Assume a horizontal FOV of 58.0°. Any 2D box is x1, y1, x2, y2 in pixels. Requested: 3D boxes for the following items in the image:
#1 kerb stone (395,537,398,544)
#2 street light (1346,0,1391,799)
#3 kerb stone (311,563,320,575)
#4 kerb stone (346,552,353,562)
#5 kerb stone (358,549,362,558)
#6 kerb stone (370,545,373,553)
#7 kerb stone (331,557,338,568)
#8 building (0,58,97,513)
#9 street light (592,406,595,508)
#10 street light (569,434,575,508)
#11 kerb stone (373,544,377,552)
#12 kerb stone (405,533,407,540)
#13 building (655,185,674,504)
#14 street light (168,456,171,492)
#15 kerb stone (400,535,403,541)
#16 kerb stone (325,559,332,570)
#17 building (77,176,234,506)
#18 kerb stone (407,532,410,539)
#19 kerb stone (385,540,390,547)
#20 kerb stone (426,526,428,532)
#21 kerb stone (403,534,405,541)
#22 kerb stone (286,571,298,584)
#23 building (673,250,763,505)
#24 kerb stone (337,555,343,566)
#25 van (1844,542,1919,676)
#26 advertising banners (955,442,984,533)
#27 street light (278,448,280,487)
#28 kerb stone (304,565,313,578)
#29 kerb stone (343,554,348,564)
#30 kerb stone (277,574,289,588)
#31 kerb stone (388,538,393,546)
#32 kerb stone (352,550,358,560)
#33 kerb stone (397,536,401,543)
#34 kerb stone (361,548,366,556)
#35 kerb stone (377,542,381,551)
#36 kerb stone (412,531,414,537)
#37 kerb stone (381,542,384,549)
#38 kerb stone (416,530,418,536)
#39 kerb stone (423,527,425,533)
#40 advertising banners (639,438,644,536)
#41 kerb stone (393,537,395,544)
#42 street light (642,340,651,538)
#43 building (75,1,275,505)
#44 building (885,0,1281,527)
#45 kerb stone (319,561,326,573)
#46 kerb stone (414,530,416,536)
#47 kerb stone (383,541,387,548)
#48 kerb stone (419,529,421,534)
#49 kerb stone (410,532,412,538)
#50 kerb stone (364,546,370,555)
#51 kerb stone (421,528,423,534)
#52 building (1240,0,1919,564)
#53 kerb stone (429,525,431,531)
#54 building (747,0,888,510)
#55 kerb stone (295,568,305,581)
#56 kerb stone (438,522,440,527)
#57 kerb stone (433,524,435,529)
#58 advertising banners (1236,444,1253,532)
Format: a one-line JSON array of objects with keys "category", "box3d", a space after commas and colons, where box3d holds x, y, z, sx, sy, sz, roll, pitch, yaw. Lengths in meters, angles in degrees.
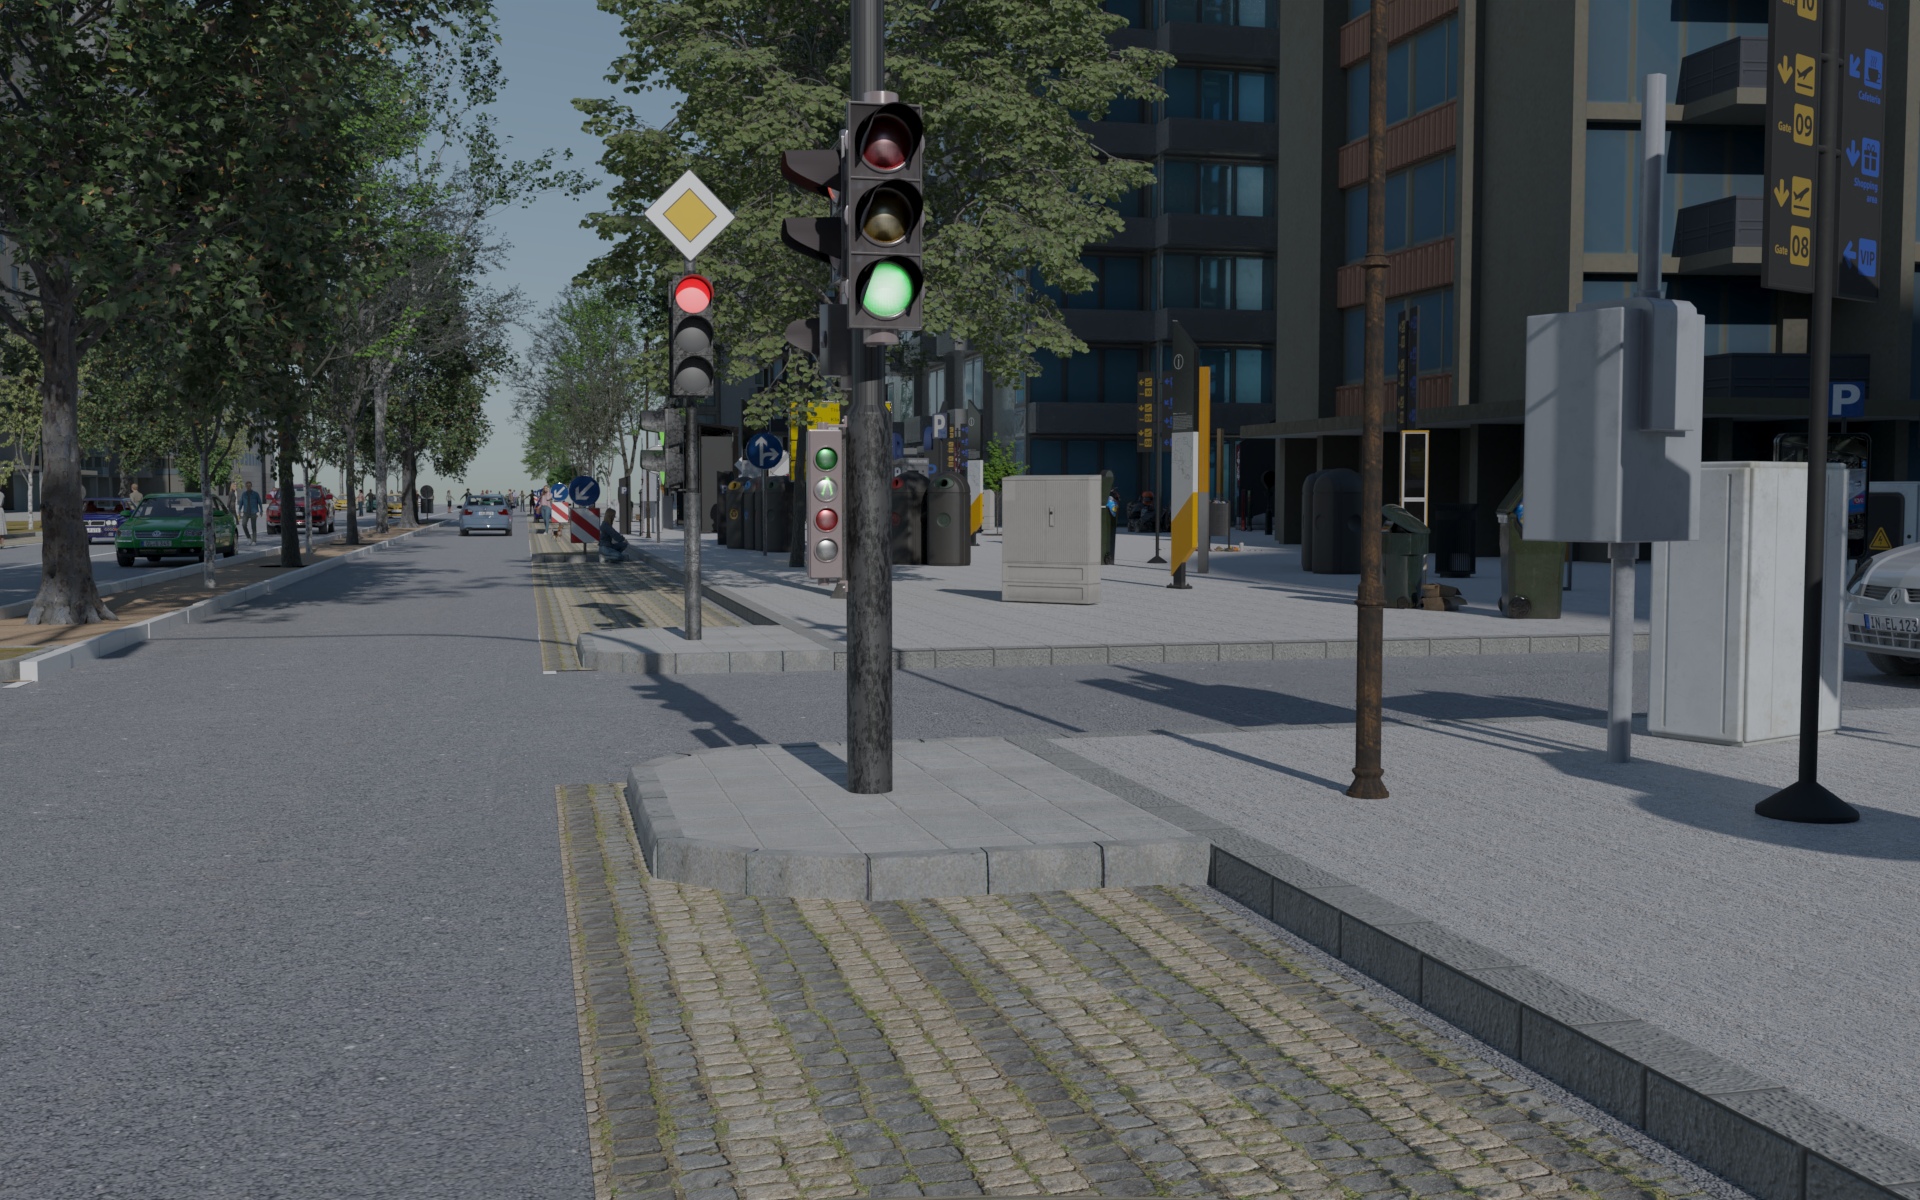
[{"category": "kerb stone", "box3d": [-16.235, -1.670, 49.505, 0.120, 0.150, 1.000, -1, 4, -14]}, {"category": "street light", "box3d": [1.733, -2.104, 7.182, 0.468, 5.910, 1.993, -1, 4, -14]}, {"category": "kerb stone", "box3d": [-11.485, -0.515, 30.621, 0.120, 0.150, 1.000, -1, 4, -14]}, {"category": "kerb stone", "box3d": [-12.986, -0.880, 36.585, 0.120, 0.150, 1.000, -1, 4, -14]}, {"category": "kerb stone", "box3d": [-13.496, -0.999, 38.576, 0.120, 0.150, 1.000, -1, 4, -14]}, {"category": "kerb stone", "box3d": [-14.246, -1.183, 41.565, 0.120, 0.150, 1.000, -1, 4, -14]}, {"category": "kerb stone", "box3d": [-12.236, -0.698, 33.604, 0.120, 0.150, 1.000, -1, 4, -14]}, {"category": "building", "box3d": [-78.183, -32.448, 119.760, 28.713, 52.752, 27.495, -1, 4, -14]}, {"category": "street light", "box3d": [-18.565, -7.035, 87.807, 0.468, 5.910, 1.993, -1, 4, -14]}, {"category": "street light", "box3d": [-27.859, -9.286, 124.614, 0.468, 5.910, 1.993, -1, 4, -14]}, {"category": "kerb stone", "box3d": [-14.492, -1.246, 42.561, 0.120, 0.150, 1.000, -1, 4, -14]}, {"category": "kerb stone", "box3d": [-17.240, -1.911, 53.474, 0.120, 0.150, 1.000, -1, 4, -14]}, {"category": "building", "box3d": [-29.844, -35.498, 235.013, 22.147, 44.769, 28.867, -1, 4, -14]}, {"category": "street light", "box3d": [-38.902, -6.873, 85.158, 0.468, 5.910, 1.993, -1, 4, -14]}, {"category": "kerb stone", "box3d": [-16.736, -1.792, 51.488, 0.120, 0.150, 1.000, -1, 4, -14]}, {"category": "kerb stone", "box3d": [-11.985, -0.637, 32.610, 0.120, 0.150, 1.000, -1, 4, -14]}, {"category": "building", "box3d": [-95.003, -29.989, 182.209, 32.217, 40.220, 23.993, -1, 4, -14]}, {"category": "kerb stone", "box3d": [-17.484, -1.974, 54.466, 0.120, 0.150, 1.000, -1, 4, -14]}, {"category": "kerb stone", "box3d": [-15.495, -1.482, 46.524, 0.120, 0.150, 1.000, -1, 4, -14]}, {"category": "kerb stone", "box3d": [-19.989, -2.580, 64.423, 0.120, 0.150, 1.000, -1, 4, -14]}, {"category": "kerb stone", "box3d": [-16.986, -1.852, 52.479, 0.120, 0.150, 1.000, -1, 4, -14]}, {"category": "kerb stone", "box3d": [-10.742, -0.333, 27.645, 0.120, 0.150, 1.000, -1, 4, -14]}, {"category": "building", "box3d": [-28.378, -26.981, 212.834, 14.160, 30.474, 14.107, -1, 4, -14]}, {"category": "kerb stone", "box3d": [-12.487, -0.758, 34.595, 0.120, 0.150, 1.000, -1, 4, -14]}, {"category": "van", "box3d": [8.883, -0.383, 13.270, 4.112, 2.044, 2.013, -1, 4, -13]}, {"category": "advertising banners", "box3d": [0.274, -3.775, 57.914, 0.090, 3.025, 2.074, -2, 4, -27]}, {"category": "street light", "box3d": [-48.343, -9.186, 122.981, 0.468, 5.910, 1.993, -1, 4, -14]}, {"category": "kerb stone", "box3d": [-11.239, -0.451, 29.629, 0.120, 0.150, 1.000, -1, 4, -14]}, {"category": "kerb stone", "box3d": [-12.743, -0.819, 35.589, 0.120, 0.150, 1.000, -1, 4, -14]}, {"category": "kerb stone", "box3d": [-10.490, -0.270, 26.650, 0.120, 0.150, 1.000, -1, 4, -14]}, {"category": "kerb stone", "box3d": [-15.734, -1.549, 47.518, 0.120, 0.150, 1.000, -1, 4, -14]}, {"category": "kerb stone", "box3d": [-13.238, -0.940, 37.576, 0.120, 0.150, 1.000, -1, 4, -14]}, {"category": "kerb stone", "box3d": [-16.481, -1.727, 50.497, 0.120, 0.150, 1.000, -1, 4, -14]}, {"category": "kerb stone", "box3d": [-13.747, -1.061, 39.572, 0.120, 0.150, 1.000, -1, 4, -14]}, {"category": "kerb stone", "box3d": [-14.739, -1.306, 43.553, 0.120, 0.150, 1.000, -1, 4, -14]}, {"category": "kerb stone", "box3d": [-17.985, -2.094, 56.451, 0.120, 0.150, 1.000, -1, 4, -14]}, {"category": "kerb stone", "box3d": [-14.984, -1.362, 44.545, 0.120, 0.150, 1.000, -1, 4, -14]}, {"category": "kerb stone", "box3d": [-18.484, -2.216, 58.444, 0.120, 0.150, 1.000, -1, 4, -14]}, {"category": "kerb stone", "box3d": [-19.483, -2.461, 62.439, 0.120, 0.150, 1.000, -1, 4, -14]}, {"category": "advertising banners", "box3d": [-9.815, -3.497, 53.370, 0.090, 3.025, 2.074, 0, 4, -8]}, {"category": "kerb stone", "box3d": [-15.992, -1.610, 48.512, 0.120, 0.150, 1.000, -1, 4, -14]}, {"category": "street light", "box3d": [-9.030, -4.723, 50.006, 0.468, 5.910, 1.993, -1, 4, -14]}, {"category": "building", "box3d": [-96.125, -40.748, 208.231, 21.231, 58.520, 28.212, -1, 4, -14]}, {"category": "building", "box3d": [8.599, -28.100, 79.041, 23.786, 49.044, 30.456, -1, 4, -14]}, {"category": "kerb stone", "box3d": [-11.735, -0.576, 31.615, 0.120, 0.150, 1.000, -1, 4, -14]}, {"category": "kerb stone", "box3d": [-18.233, -2.156, 57.443, 0.120, 0.150, 1.000, -1, 4, -14]}, {"category": "kerb stone", "box3d": [-15.242, -1.419, 45.534, 0.120, 0.150, 1.000, -1, 4, -14]}, {"category": "kerb stone", "box3d": [-18.982, -2.338, 60.429, 0.120, 0.150, 1.000, -1, 4, -14]}, {"category": "kerb stone", "box3d": [-17.730, -2.034, 55.458, 0.120, 0.150, 1.000, -1, 4, -14]}, {"category": "kerb stone", "box3d": [-13.994, -1.121, 40.564, 0.120, 0.150, 1.000, -1, 4, -14]}, {"category": "kerb stone", "box3d": [-19.237, -2.400, 61.442, 0.120, 0.150, 1.000, -1, 4, -14]}, {"category": "building", "box3d": [21.985, -23.738, 42.736, 28.867, 44.769, 22.147, -1, 4, -14]}, {"category": "kerb stone", "box3d": [-20.486, -2.705, 66.421, 0.120, 0.150, 1.000, -1, 4, -14]}, {"category": "building", "box3d": [-5.487, -29.673, 139.784, 22.147, 44.769, 28.867, -1, 4, -14]}, {"category": "kerb stone", "box3d": [-10.994, -0.394, 28.637, 0.120, 0.150, 1.000, -1, 4, -14]}, {"category": "kerb stone", "box3d": [-22.239, -3.130, 73.377, 0.120, 0.150, 1.000, -1, 4, -14]}, {"category": "kerb stone", "box3d": [-21.235, -2.887, 69.398, 0.120, 0.150, 1.000, -1, 4, -14]}, {"category": "advertising banners", "box3d": [9.805, -3.890, 59.792, 0.090, 3.025, 2.074, 0, 4, -6]}]
